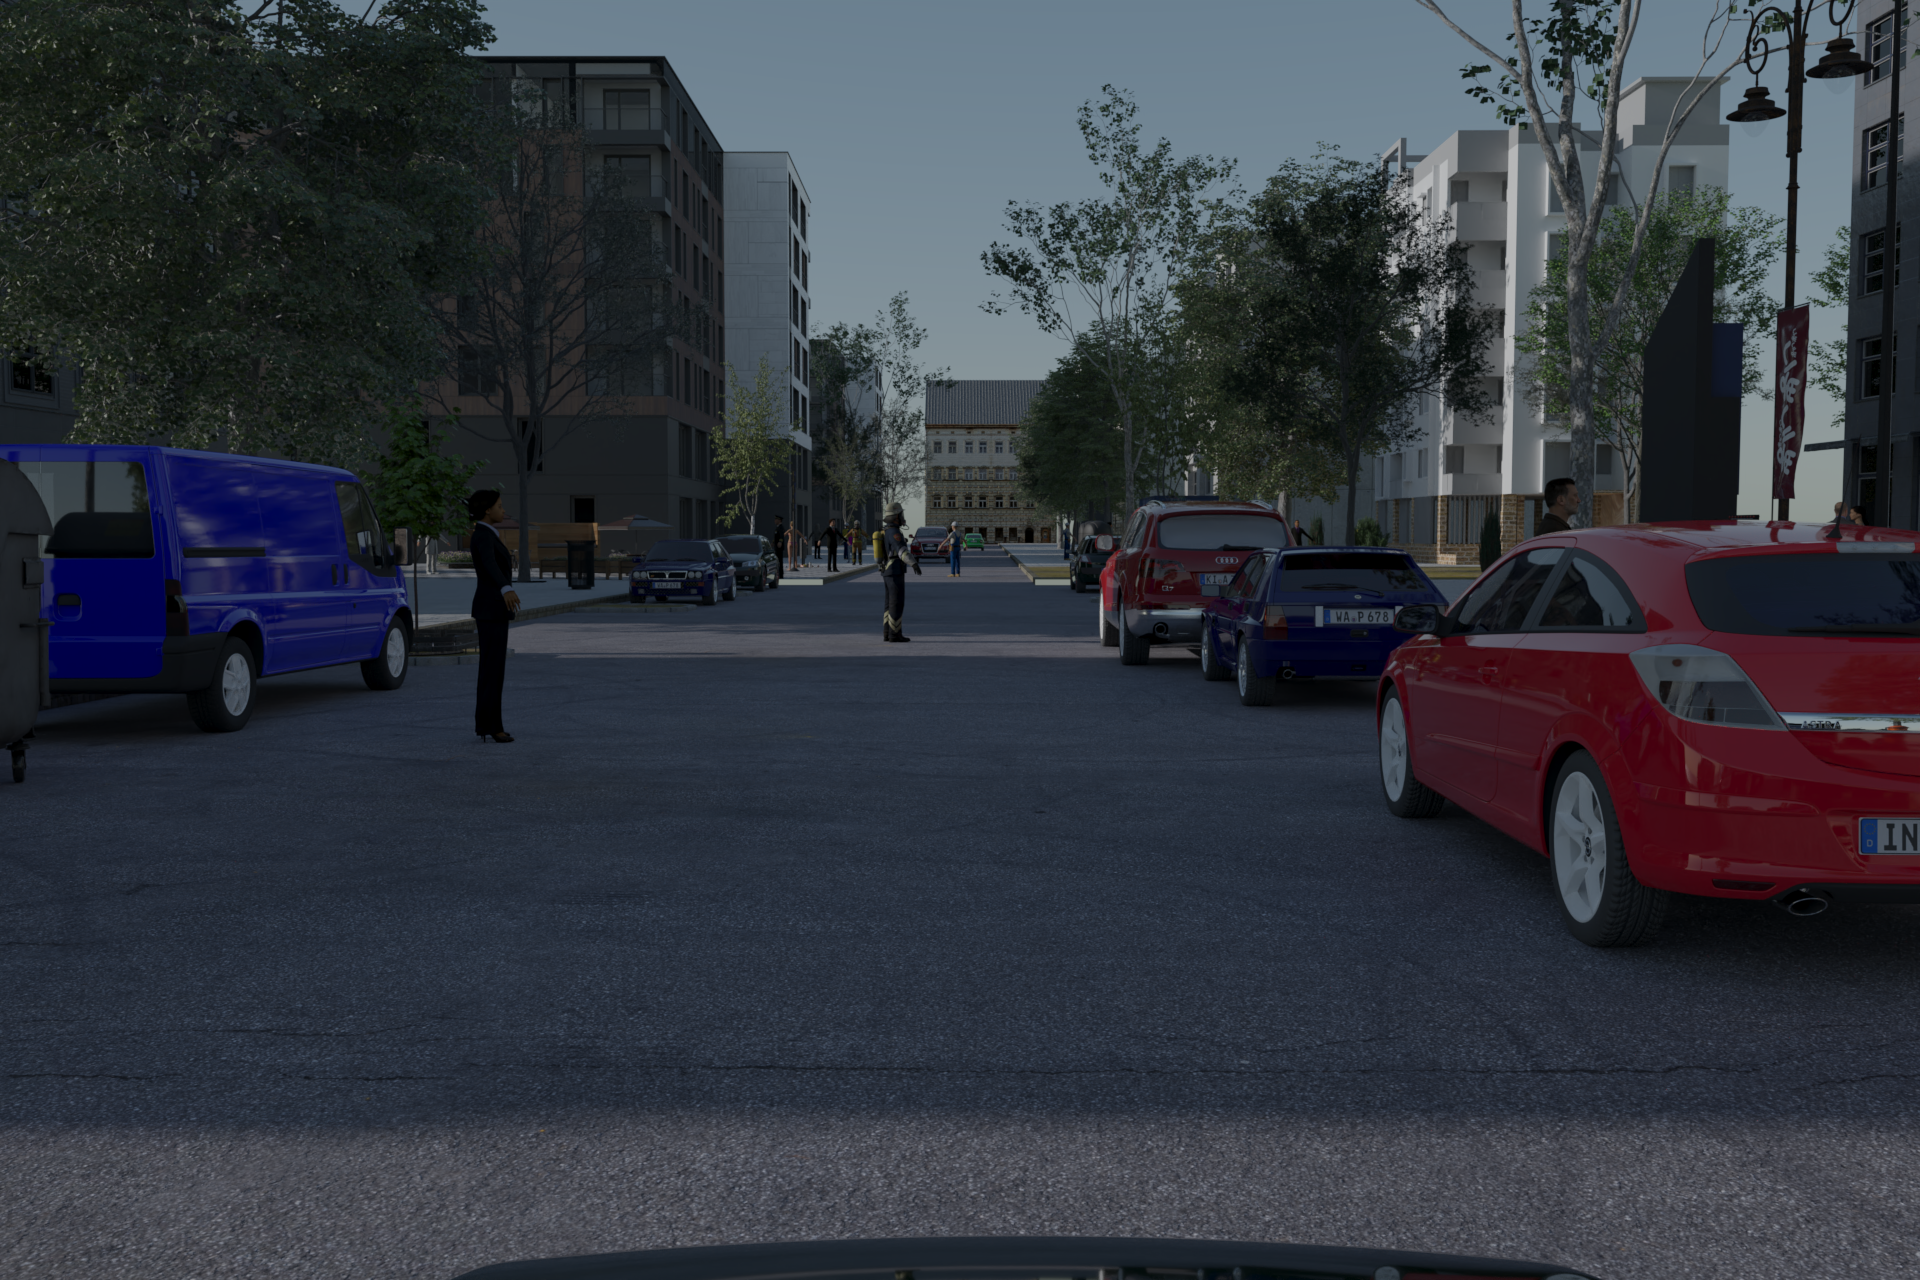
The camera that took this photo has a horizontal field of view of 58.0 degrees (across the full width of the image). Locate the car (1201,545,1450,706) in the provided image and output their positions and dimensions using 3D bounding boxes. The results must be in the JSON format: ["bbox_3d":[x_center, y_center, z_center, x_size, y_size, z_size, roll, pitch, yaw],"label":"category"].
[{"bbox_3d":[3.223,-0.193,15.742,1.945,1.354,3.894,0,4,1],"label":"car"}]

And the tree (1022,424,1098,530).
[{"bbox_3d":[8.290,-11.843,128.043,8.767,10.594,7.601,3,5,43],"label":"tree"}]

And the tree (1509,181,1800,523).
[{"bbox_3d":[20.336,-7.672,51.198,9.928,11.665,9.643,0,3,0],"label":"tree"}]

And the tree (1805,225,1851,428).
[{"bbox_3d":[29.267,-7.697,51.600,9.928,11.665,9.643,0,3,0],"label":"tree"}]

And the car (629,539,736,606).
[{"bbox_3d":[-5.725,-1.430,35.953,1.945,1.354,3.894,0,4,1],"label":"car"}]

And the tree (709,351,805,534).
[{"bbox_3d":[-8.438,-7.350,70.538,4.737,8.622,4.395,0,3,0],"label":"tree"}]

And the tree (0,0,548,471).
[{"bbox_3d":[-11.410,-7.386,27.416,9.857,13.997,8.962,0,3,0],"label":"tree"}]

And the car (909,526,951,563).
[{"bbox_3d":[-1.388,-4.735,86.090,2.281,1.827,5.304,0,4,1],"label":"car"}]

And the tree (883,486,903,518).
[{"bbox_3d":[-9.395,-17.907,243.136,4.360,8.622,3.978,0,3,0],"label":"tree"}]

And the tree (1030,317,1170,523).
[{"bbox_3d":[7.390,-10.594,91.344,7.486,12.596,7.792,0,3,0],"label":"tree"}]

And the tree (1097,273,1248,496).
[{"bbox_3d":[6.113,-6.082,49.807,4.737,8.622,4.395,0,3,0],"label":"tree"}]

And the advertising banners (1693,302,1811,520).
[{"bbox_3d":[6.404,-1.099,14.164,0.090,3.025,2.074,0,4,1],"label":"advertising banners"}]

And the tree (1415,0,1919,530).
[{"bbox_3d":[8.928,-10.360,25.278,12.611,20.169,13.585,0,3,0],"label":"tree"}]

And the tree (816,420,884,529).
[{"bbox_3d":[-7.636,-9.906,112.333,4.360,8.622,3.978,0,3,0],"label":"tree"}]

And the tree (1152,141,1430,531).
[{"bbox_3d":[10.855,-9.257,58.007,9.857,13.997,8.962,0,3,0],"label":"tree"}]

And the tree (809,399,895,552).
[{"bbox_3d":[-7.984,-11.382,120.501,7.601,10.594,8.767,-3,4,-36],"label":"tree"}]

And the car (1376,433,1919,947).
[{"bbox_3d":[3.062,0.096,7.477,2.155,1.783,4.494,0,4,1],"label":"car"}]

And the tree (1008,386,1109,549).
[{"bbox_3d":[8.629,-14.744,147.722,9.857,13.997,8.962,0,3,0],"label":"tree"}]

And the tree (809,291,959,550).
[{"bbox_3d":[-6.810,-17.082,135.182,12.611,20.169,13.585,0,3,0],"label":"tree"}]

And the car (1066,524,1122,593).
[{"bbox_3d":[3.684,-2.061,43.477,2.009,1.686,4.222,0,4,1],"label":"car"}]

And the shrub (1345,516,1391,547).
[{"bbox_3d":[15.525,-3.764,65.959,1.690,2.028,1.600,0,3,0],"label":"shrub"}]

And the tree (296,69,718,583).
[{"bbox_3d":[-11.504,-8.268,45.555,12.009,13.543,11.850,0,3,0],"label":"tree"}]

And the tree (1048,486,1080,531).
[{"bbox_3d":[8.605,-11.473,137.938,4.737,8.622,4.395,0,3,0],"label":"tree"}]

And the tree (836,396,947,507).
[{"bbox_3d":[-6.266,-14.859,153.309,12.009,13.543,11.850,0,3,0],"label":"tree"}]

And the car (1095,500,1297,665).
[{"bbox_3d":[2.782,-0.719,20.433,2.281,1.827,5.304,0,4,1],"label":"car"}]

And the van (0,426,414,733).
[{"bbox_3d":[-6.130,-0.599,14.180,2.240,2.365,5.245,0,4,1],"label":"van"}]

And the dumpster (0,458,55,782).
[{"bbox_3d":[-6.125,-0.075,9.435,1.865,1.857,1.264,0,4,1],"label":"dumpster"}]

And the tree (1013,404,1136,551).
[{"bbox_3d":[7.707,-11.126,116.327,8.767,10.594,7.601,-1,4,-20],"label":"tree"}]

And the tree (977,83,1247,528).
[{"bbox_3d":[6.383,-13.460,75.962,12.611,20.169,13.585,0,3,0],"label":"tree"}]

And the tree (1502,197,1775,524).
[{"bbox_3d":[24.591,-9.355,63.322,12.009,13.543,11.850,0,3,0],"label":"tree"}]

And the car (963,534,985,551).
[{"bbox_3d":[1.171,-8.526,148.192,1.959,1.807,4.718,0,4,1],"label":"car"}]

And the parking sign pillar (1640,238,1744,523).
[{"bbox_3d":[6.940,-1.715,16.511,1.447,3.967,1.447,0,4,1],"label":"parking sign pillar"}]

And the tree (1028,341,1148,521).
[{"bbox_3d":[7.531,-11.196,101.176,7.486,12.596,7.792,0,3,0],"label":"tree"}]

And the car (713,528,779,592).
[{"bbox_3d":[-5.671,-2.106,44.223,2.009,1.686,4.222,0,4,1],"label":"car"}]

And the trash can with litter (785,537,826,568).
[{"bbox_3d":[-5.901,-3.417,66.922,1.678,1.210,2.233,0,4,2],"label":"trash can with litter"}]

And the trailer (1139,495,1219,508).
[{"bbox_3d":[3.394,-1.257,27.609,1.471,1.999,3.904,0,4,1],"label":"trailer"}]

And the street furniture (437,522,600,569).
[{"bbox_3d":[-17.789,-3.773,68.546,11.010,1.723,9.812,-1,4,-20],"label":"street furniture"}]

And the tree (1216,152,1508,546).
[{"bbox_3d":[9.725,-6.564,41.731,7.601,10.594,8.767,-2,4,-28],"label":"tree"}]
